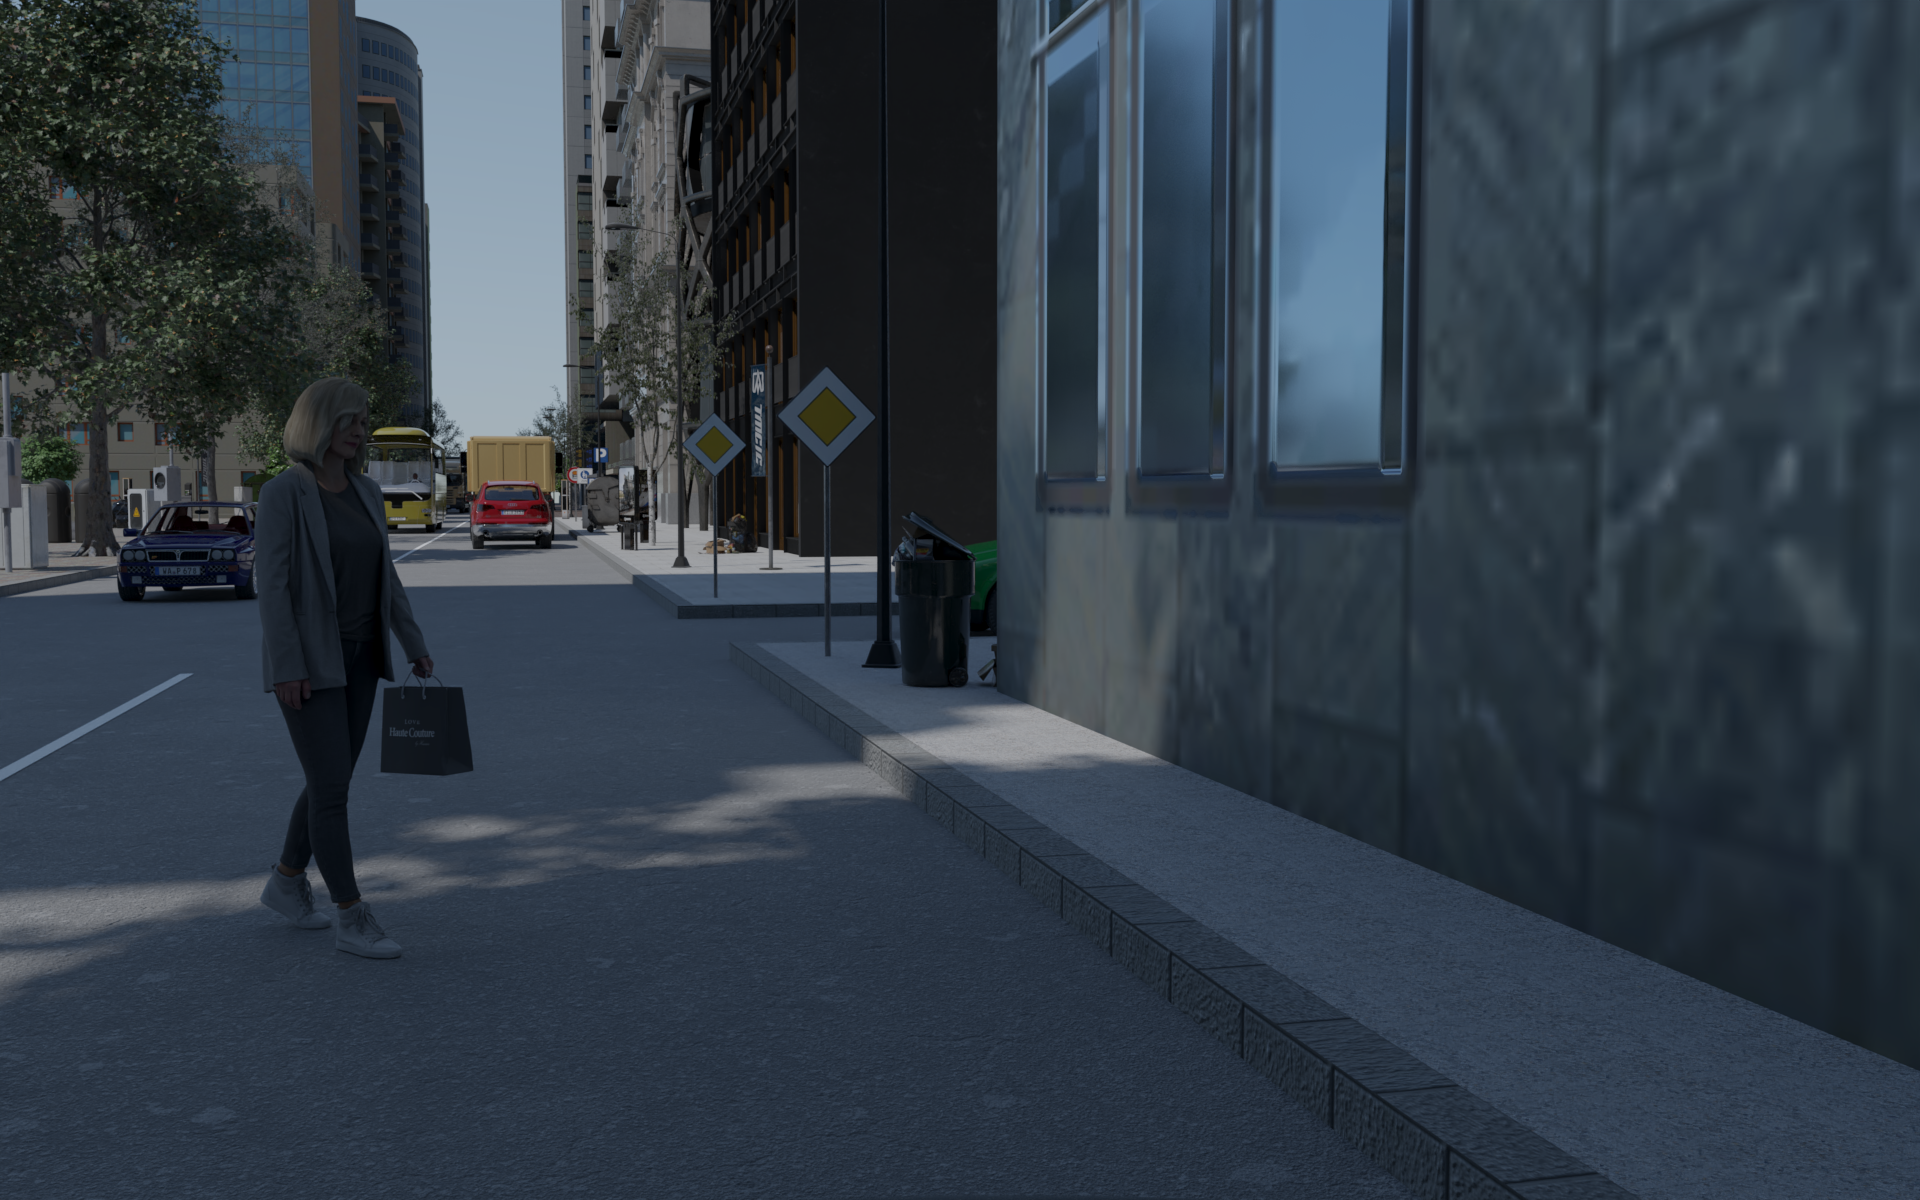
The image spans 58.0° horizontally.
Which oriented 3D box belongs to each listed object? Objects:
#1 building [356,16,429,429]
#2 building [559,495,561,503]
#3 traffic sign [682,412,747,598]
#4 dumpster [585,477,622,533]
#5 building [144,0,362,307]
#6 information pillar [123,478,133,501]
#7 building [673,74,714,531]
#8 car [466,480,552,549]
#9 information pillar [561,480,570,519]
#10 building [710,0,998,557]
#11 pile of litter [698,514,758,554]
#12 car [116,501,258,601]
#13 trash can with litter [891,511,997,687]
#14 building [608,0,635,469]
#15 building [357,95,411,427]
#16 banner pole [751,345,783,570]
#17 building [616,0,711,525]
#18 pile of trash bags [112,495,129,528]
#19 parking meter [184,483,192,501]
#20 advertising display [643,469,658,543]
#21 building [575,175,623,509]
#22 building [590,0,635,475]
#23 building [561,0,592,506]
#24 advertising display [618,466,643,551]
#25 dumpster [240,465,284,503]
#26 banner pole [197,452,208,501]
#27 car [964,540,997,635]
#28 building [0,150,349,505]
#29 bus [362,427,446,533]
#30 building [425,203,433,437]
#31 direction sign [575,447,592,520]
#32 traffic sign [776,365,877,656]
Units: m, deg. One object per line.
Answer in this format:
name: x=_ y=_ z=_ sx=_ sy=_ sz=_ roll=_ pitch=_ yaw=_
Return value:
building: x=-77.325 y=-41.045 z=213.084 sx=21.231 sy=58.520 sz=28.212 roll=-1 pitch=4 yaw=-14
building: x=-39.575 y=-33.626 z=241.660 sx=32.217 sy=40.220 sz=23.993 roll=-1 pitch=4 yaw=-14
traffic sign: x=-3.026 y=-1.084 z=21.372 sx=0.795 sy=2.450 sz=0.064 roll=-1 pitch=4 yaw=-14
dumpster: x=-11.880 y=-3.198 z=58.050 sx=1.264 sy=1.857 sz=1.865 roll=-1 pitch=4 yaw=-14
building: x=-50.939 y=-28.996 z=124.201 sx=14.600 sy=45.320 sz=14.200 roll=-1 pitch=4 yaw=-14
information pillar: x=-38.320 y=-4.605 z=79.789 sx=0.304 sy=2.012 sz=0.304 roll=0 pitch=4 yaw=7
building: x=-2.358 y=-12.110 z=65.456 sx=16.820 sy=18.784 sz=16.811 roll=-1 pitch=4 yaw=-14
car: x=-12.135 y=-2.327 z=46.714 sx=2.281 sy=1.827 sz=5.304 roll=-1 pitch=4 yaw=-16
information pillar: x=-20.206 y=-5.152 z=88.731 sx=0.304 sy=2.012 sz=0.304 roll=1 pitch=4 yaw=11
building: x=0.774 y=-13.080 z=43.536 sx=12.332 sy=23.373 sz=15.834 roll=-1 pitch=4 yaw=-14
pile of litter: x=-5.072 y=-1.448 z=37.640 sx=1.176 sy=0.858 sz=1.719 roll=3 pitch=4 yaw=39
car: x=-10.689 y=-0.733 z=24.571 sx=1.945 sy=1.354 sz=3.894 roll=-1 pitch=4 yaw=-13
trash can with litter: x=0.068 y=-0.019 z=11.694 sx=1.055 sy=1.170 sz=0.624 roll=0 pitch=4 yaw=-3
building: x=-10.571 y=-30.142 z=112.425 sx=23.786 sy=49.044 sz=30.456 roll=-1 pitch=4 yaw=-14
building: x=-70.936 y=-32.455 z=185.255 sx=22.147 sy=44.769 sz=28.867 roll=-1 pitch=4 yaw=-14
banner pole: x=-3.342 y=-2.411 z=29.438 sx=0.401 sy=3.779 sz=0.863 roll=-3 pitch=4 yaw=-36
building: x=-9.004 y=-18.157 z=84.256 sx=14.401 sy=28.519 sz=23.554 roll=-1 pitch=4 yaw=-14
pile of trash bags: x=-33.595 y=-3.654 z=69.499 sx=3.447 sy=1.369 sz=1.912 roll=0 pitch=4 yaw=-8
parking meter: x=-39.138 y=-5.025 z=87.867 sx=0.255 sy=1.863 sz=0.399 roll=0 pitch=4 yaw=-4
advertising display: x=-8.255 y=-2.459 z=45.424 sx=0.123 sy=1.923 sz=0.974 roll=2 pitch=4 yaw=24
building: x=-28.361 y=-23.786 z=160.595 sx=14.160 sy=30.474 sz=14.107 roll=-1 pitch=4 yaw=-14
building: x=-15.655 y=-33.739 z=140.865 sx=28.713 sy=52.752 sz=27.495 roll=-1 pitch=4 yaw=-14
building: x=-33.648 y=-39.908 z=194.492 sx=21.231 sy=58.520 sz=28.212 roll=-1 pitch=4 yaw=-14
advertising display: x=-7.552 y=-2.097 z=39.505 sx=0.123 sy=1.923 sz=0.974 roll=-2 pitch=4 yaw=-33
dumpster: x=-23.231 y=-3.401 z=58.092 sx=1.502 sy=2.255 sz=1.985 roll=-1 pitch=4 yaw=-14
banner pole: x=-31.423 y=-5.004 z=71.840 sx=0.401 sy=3.779 sz=0.863 roll=1 pitch=4 yaw=18
car: x=1.690 y=-0.551 z=17.807 sx=4.718 sy=1.807 sz=1.959 roll=-1 pitch=4 yaw=-16
building: x=-51.841 y=-15.723 z=102.113 sx=27.650 sy=21.520 sz=28.899 roll=-1 pitch=4 yaw=-14
bus: x=-21.483 y=-4.629 z=67.226 sx=2.896 sy=3.916 sz=12.252 roll=-1 pitch=4 yaw=-14
building: x=-79.303 y=-33.728 z=235.039 sx=14.154 sy=41.232 sz=14.086 roll=-1 pitch=4 yaw=-14
direction sign: x=-18.271 y=-5.639 z=84.203 sx=0.876 sy=3.537 sz=0.379 roll=-3 pitch=4 yaw=-37
traffic sign: x=-1.048 y=-0.611 z=13.635 sx=0.795 sy=2.450 sz=0.064 roll=-1 pitch=4 yaw=-14
